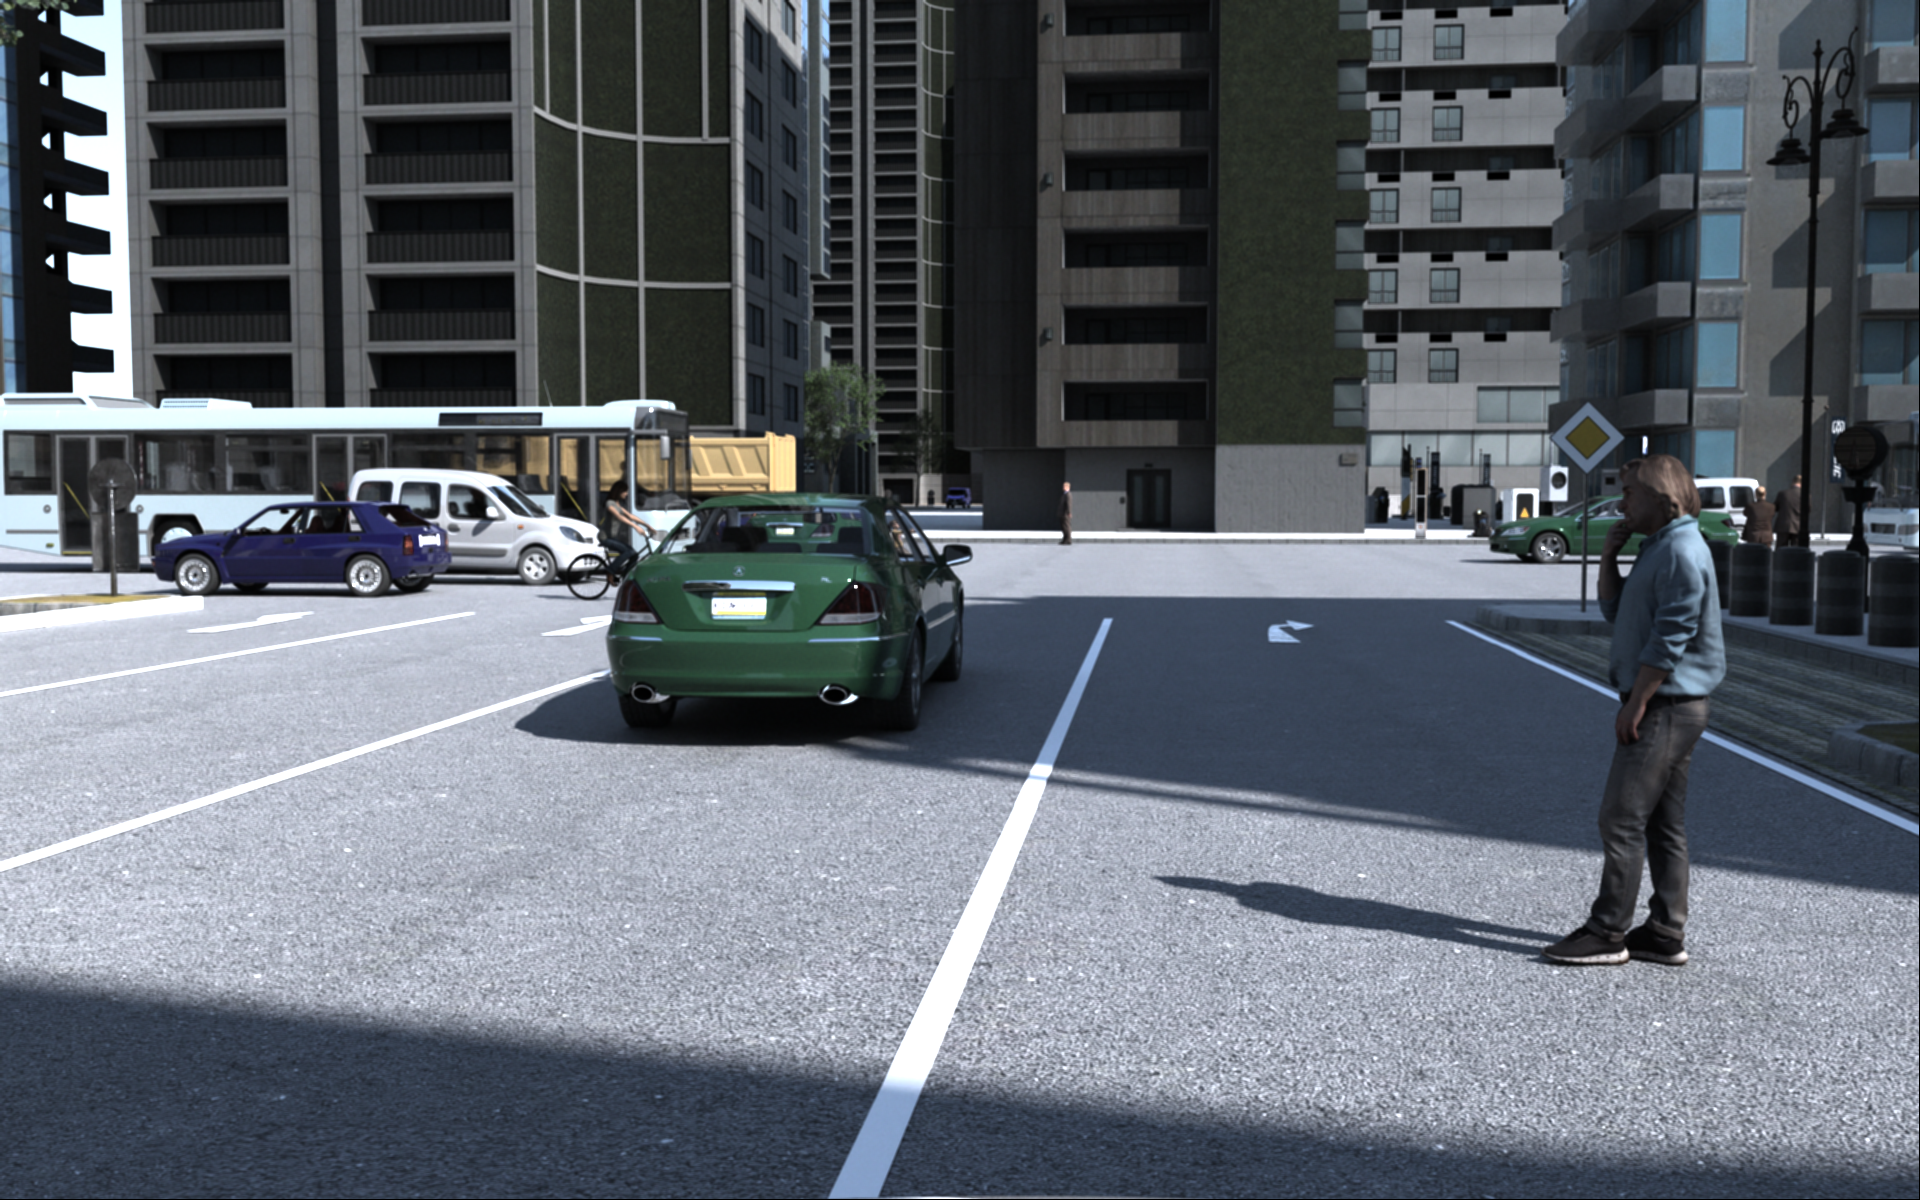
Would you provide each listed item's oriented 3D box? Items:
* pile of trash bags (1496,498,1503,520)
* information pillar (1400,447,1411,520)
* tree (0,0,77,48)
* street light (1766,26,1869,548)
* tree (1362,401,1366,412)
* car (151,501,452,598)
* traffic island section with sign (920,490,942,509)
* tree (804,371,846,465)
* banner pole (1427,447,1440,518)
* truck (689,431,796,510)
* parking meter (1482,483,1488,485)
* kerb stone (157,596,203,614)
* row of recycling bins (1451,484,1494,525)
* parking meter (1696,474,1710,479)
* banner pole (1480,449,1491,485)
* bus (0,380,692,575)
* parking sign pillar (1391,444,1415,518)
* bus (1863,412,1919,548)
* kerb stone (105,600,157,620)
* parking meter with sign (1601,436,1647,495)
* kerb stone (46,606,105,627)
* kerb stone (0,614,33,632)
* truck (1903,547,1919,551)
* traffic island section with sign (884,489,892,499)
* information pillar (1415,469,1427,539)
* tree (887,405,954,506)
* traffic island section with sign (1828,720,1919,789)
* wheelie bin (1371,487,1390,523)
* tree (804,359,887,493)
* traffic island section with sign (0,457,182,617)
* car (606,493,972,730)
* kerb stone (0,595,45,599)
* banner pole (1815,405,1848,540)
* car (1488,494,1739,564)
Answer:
[{"bbox_3d":[26.739,-4.739,87.234,1.912,1.369,3.447,-1,4,-19],"label":"pile of trash bags"},{"bbox_3d":[21.994,-5.755,85.452,0.504,3.616,0.183,-2,4,-25],"label":"information pillar"},{"bbox_3d":[-11.511,-6.302,12.152,9.857,13.997,8.962,0,3,0],"label":"tree"},{"bbox_3d":[8.727,-2.752,17.784,0.468,5.910,1.993,0,4,7],"label":"street light"},{"bbox_3d":[18.886,-8.447,88.467,4.737,8.622,4.395,0,3,0],"label":"tree"},{"bbox_3d":[-9.435,-0.753,24.896,3.894,1.354,1.945,0,4,5],"label":"car"},{"bbox_3d":[-2.824,-9.864,169.906,1.989,1.847,2.006,0,4,7],"label":"traffic island section with sign"},{"bbox_3d":[-11.454,-11.290,118.998,7.601,10.594,8.767,-1,4,-15],"label":"tree"},{"bbox_3d":[24.838,-6.186,91.159,0.863,3.779,0.401,0,4,0],"label":"banner pole"},{"bbox_3d":[-9.723,-3.272,49.420,9.791,3.379,3.469,0,4,8],"label":"truck"},{"bbox_3d":[28.734,-5.466,95.079,0.399,1.863,0.255,3,5,41],"label":"parking meter"},{"bbox_3d":[-9.619,0.059,21.239,0.120,0.150,1.000,0,4,7],"label":"kerb stone"},{"bbox_3d":[21.785,-4.052,73.363,1.069,1.692,3.534,3,4,37],"label":"row of recycling bins"},{"bbox_3d":[21.868,-2.769,50.984,0.399,1.863,0.255,2,4,32],"label":"parking meter"},{"bbox_3d":[28.951,-6.464,95.709,0.401,3.779,0.863,-3,4,-38],"label":"banner pole"},{"bbox_3d":[-10.785,-2.268,31.934,13.247,3.499,2.948,0,4,6],"label":"bus"},{"bbox_3d":[23.953,-6.396,93.042,1.447,3.967,1.447,1,4,17],"label":"parking sign pillar"},{"bbox_3d":[25.260,-2.510,35.891,13.247,3.499,2.948,0,4,8],"label":"bus"},{"bbox_3d":[-9.742,0.122,20.204,0.120,0.150,1.000,0,4,7],"label":"kerb stone"},{"bbox_3d":[19.833,-3.441,52.514,1.738,3.016,0.543,2,4,35],"label":"parking meter with sign"},{"bbox_3d":[-9.862,0.185,19.182,0.120,0.150,1.000,0,4,7],"label":"kerb stone"},{"bbox_3d":[-9.987,0.253,18.159,0.120,0.150,1.000,0,4,7],"label":"kerb stone"},{"bbox_3d":[32.410,-3.089,40.272,18.799,4.110,2.967,0,4,7],"label":"truck"},{"bbox_3d":[-5.970,-8.227,143.134,1.989,1.847,2.006,0,4,7],"label":"traffic island section with sign"},{"bbox_3d":[13.327,-2.786,50.045,0.304,2.012,0.304,1,4,18],"label":"information pillar"},{"bbox_3d":[-4.177,-15.004,179.729,7.601,10.594,8.767,1,4,16],"label":"tree"},{"bbox_3d":[5.615,-0.007,8.745,1.989,1.847,2.006,0,4,7],"label":"traffic island section with sign"},{"bbox_3d":[18.625,-4.214,76.801,0.693,1.594,0.980,-1,4,-21],"label":"wheelie bin"},{"bbox_3d":[-9.721,-12.624,132.164,9.928,11.665,9.643,0,3,0],"label":"tree"},{"bbox_3d":[-10.680,-0.794,21.111,2.006,1.907,1.989,0,4,7],"label":"traffic island section with sign"},{"bbox_3d":[-1.027,-0.012,11.996,2.131,1.459,4.920,0,4,5],"label":"car"},{"bbox_3d":[-11.705,0.042,21.510,0.120,0.150,1.000,0,4,7],"label":"kerb stone"},{"bbox_3d":[24.667,-3.607,48.991,0.863,3.779,0.401,0,4,-7],"label":"banner pole"},{"bbox_3d":[13.559,-1.486,36.102,4.920,1.459,2.131,0,4,5],"label":"car"}]
